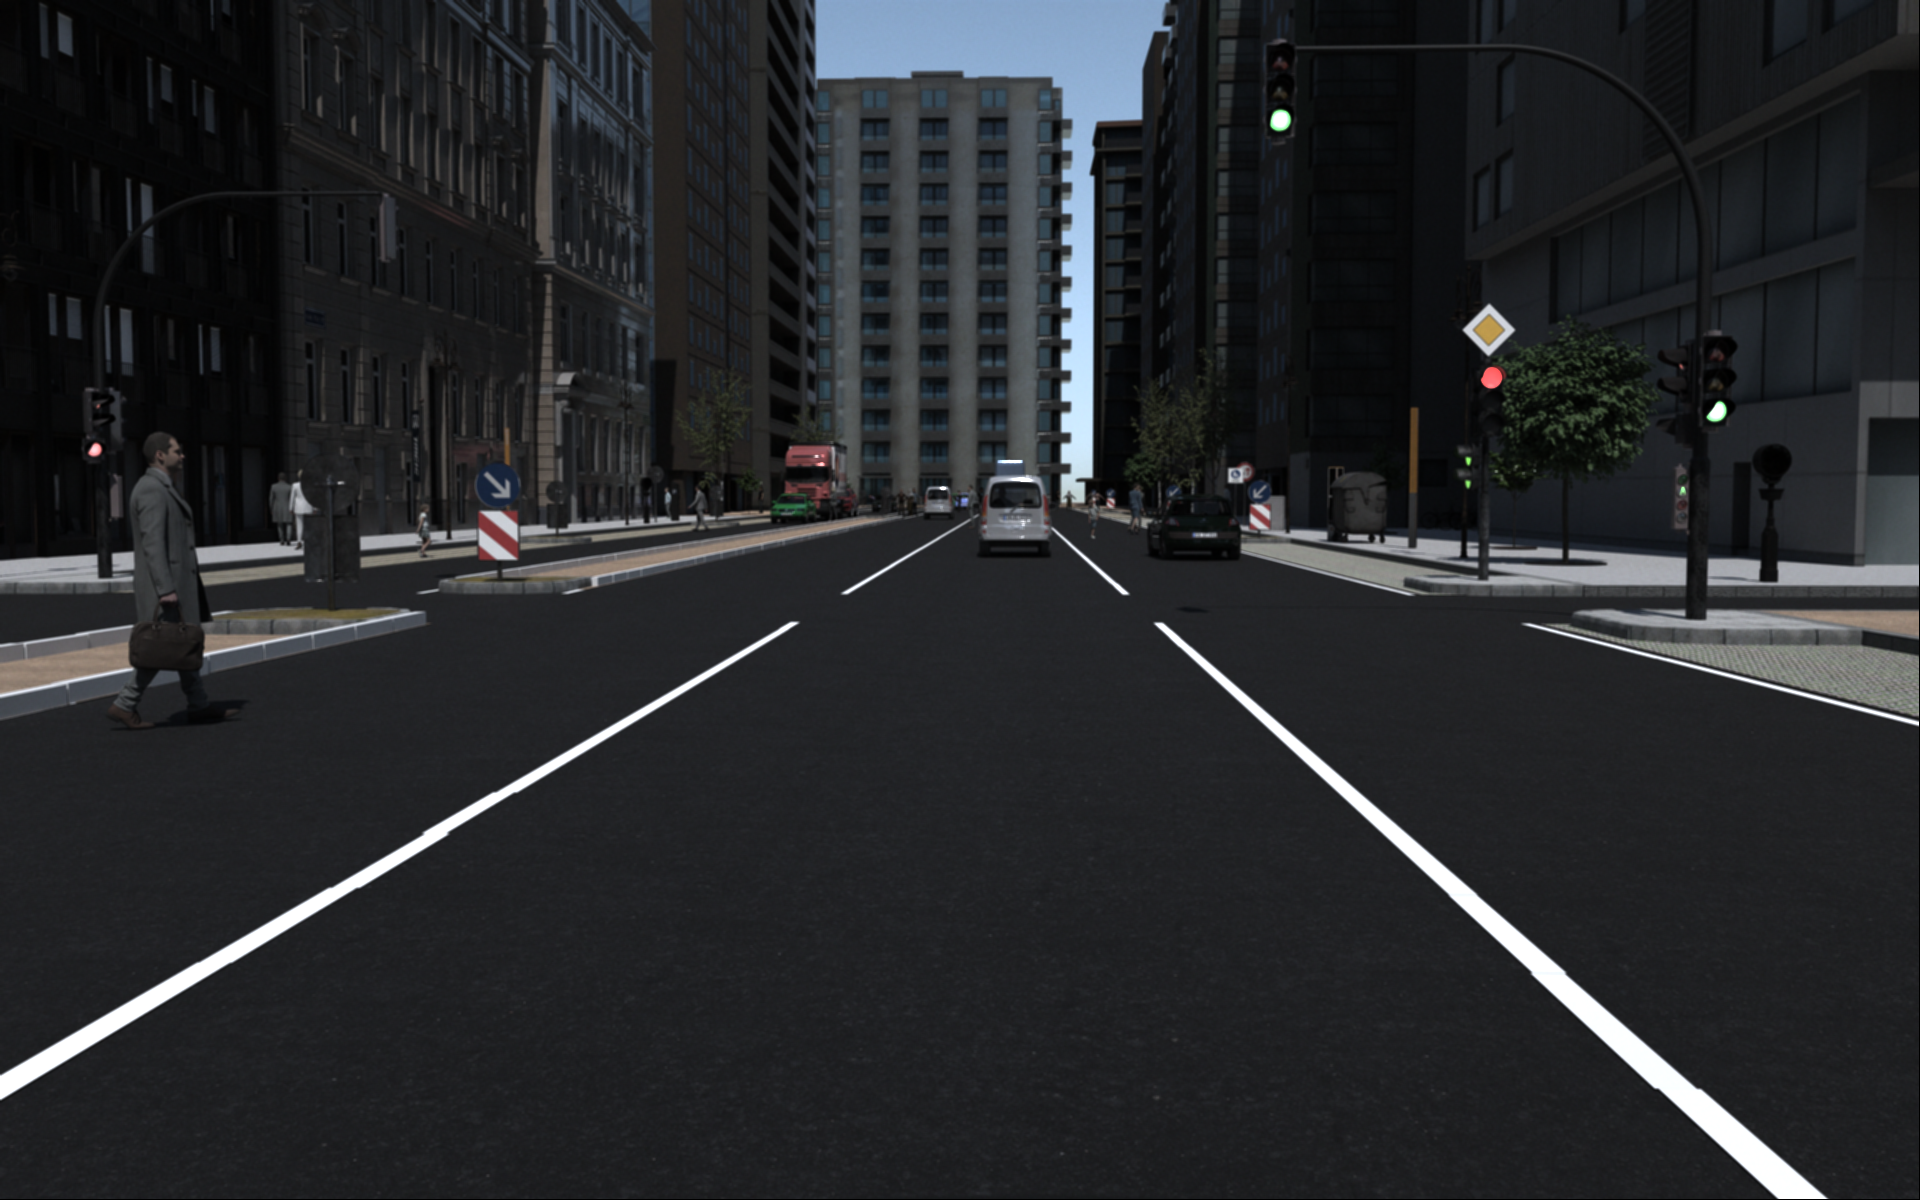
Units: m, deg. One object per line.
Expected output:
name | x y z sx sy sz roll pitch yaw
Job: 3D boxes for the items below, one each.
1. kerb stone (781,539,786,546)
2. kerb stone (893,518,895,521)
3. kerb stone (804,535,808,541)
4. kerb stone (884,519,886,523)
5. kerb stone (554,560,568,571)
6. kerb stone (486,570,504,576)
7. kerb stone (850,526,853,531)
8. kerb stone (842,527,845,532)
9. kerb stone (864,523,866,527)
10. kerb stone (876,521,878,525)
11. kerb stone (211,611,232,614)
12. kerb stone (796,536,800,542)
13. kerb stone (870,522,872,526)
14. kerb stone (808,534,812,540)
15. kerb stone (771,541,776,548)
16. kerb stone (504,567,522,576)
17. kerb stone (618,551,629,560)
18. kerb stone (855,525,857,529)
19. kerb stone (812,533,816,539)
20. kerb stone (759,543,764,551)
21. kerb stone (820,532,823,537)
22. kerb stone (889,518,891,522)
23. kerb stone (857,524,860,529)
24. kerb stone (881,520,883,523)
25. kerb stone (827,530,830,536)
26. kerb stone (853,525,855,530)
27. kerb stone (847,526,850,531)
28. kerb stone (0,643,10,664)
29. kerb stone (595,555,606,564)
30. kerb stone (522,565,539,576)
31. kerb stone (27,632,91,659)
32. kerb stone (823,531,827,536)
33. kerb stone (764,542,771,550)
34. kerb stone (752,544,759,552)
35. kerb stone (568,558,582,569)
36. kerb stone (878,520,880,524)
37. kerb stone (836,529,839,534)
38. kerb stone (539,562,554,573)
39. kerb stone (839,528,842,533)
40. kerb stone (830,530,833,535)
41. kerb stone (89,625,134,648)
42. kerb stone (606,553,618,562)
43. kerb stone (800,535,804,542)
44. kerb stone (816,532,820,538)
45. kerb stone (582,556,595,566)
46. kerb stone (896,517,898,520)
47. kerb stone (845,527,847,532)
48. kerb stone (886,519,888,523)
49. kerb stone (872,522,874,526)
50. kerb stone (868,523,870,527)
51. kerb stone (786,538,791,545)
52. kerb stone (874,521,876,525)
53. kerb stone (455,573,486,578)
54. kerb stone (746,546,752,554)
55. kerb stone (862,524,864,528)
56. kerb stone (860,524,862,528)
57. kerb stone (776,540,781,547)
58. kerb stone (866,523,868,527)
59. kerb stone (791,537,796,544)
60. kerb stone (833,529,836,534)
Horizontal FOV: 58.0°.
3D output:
kerb stone | -4.987 -1.556 47.697 0.120 0.150 1.000 0 4 2
kerb stone | -3.644 -4.194 90.764 0.120 0.150 1.000 0 4 2
kerb stone | -4.824 -1.870 52.827 0.120 0.150 1.000 0 4 2
kerb stone | -3.837 -3.817 84.626 0.120 0.150 1.000 0 4 2
kerb stone | -7.563 -0.623 32.378 0.120 0.150 1.000 0 4 2
kerb stone | -7.692 -0.372 28.280 0.120 0.150 1.000 0 4 2
kerb stone | -4.372 -2.753 67.201 0.120 0.150 1.000 0 4 2
kerb stone | -4.475 -2.560 64.113 0.120 0.150 1.000 0 4 2
kerb stone | -4.181 -3.129 73.357 0.120 0.150 1.000 0 4 2
kerb stone | -3.994 -3.503 79.505 0.120 0.150 1.000 0 4 2
kerb stone | -7.991 0.227 18.481 0.120 0.150 1.000 0 4 2
kerb stone | -4.892 -1.748 50.782 0.120 0.150 1.000 0 4 2
kerb stone | -4.086 -3.317 76.435 0.120 0.150 1.000 0 4 2
kerb stone | -4.798 -1.935 53.854 0.120 0.150 1.000 0 4 2
kerb stone | -5.045 -1.434 45.647 0.120 0.150 1.000 0 4 2
kerb stone | -7.655 -0.433 29.301 0.120 0.150 1.000 0 4 2
kerb stone | -7.395 -0.936 37.508 0.120 0.150 1.000 0 4 2
kerb stone | -4.310 -2.878 69.252 0.120 0.150 1.000 0 4 2
kerb stone | -4.759 -1.998 54.883 0.120 0.150 1.000 0 4 2
kerb stone | -5.117 -1.303 43.594 0.120 0.150 1.000 0 4 2
kerb stone | -4.691 -2.118 56.944 0.120 0.150 1.000 0 4 2
kerb stone | -3.737 -4.006 87.698 0.120 0.150 1.000 0 4 2
kerb stone | -4.284 -2.941 70.279 0.120 0.150 1.000 0 4 2
kerb stone | -3.903 -3.692 82.577 0.120 0.150 1.000 0 4 2
kerb stone | -4.633 -2.247 58.992 0.120 0.150 1.000 0 4 2
kerb stone | -4.345 -2.815 68.223 0.120 0.150 1.000 0 4 2
kerb stone | -4.413 -2.690 66.171 0.120 0.150 1.000 0 4 2
kerb stone | -8.121 0.477 14.390 0.120 0.150 1.000 0 4 2
kerb stone | -7.472 -0.811 35.452 0.120 0.150 1.000 0 4 2
kerb stone | -7.620 -0.495 30.326 0.120 0.150 1.000 0 4 2
kerb stone | -8.083 0.423 15.412 0.120 0.150 1.000 0 4 2
kerb stone | -4.664 -2.187 57.970 0.120 0.150 1.000 0 4 2
kerb stone | -5.074 -1.372 44.625 0.120 0.150 1.000 0 4 2
kerb stone | -5.145 -1.245 42.570 0.120 0.150 1.000 0 4 2
kerb stone | -7.531 -0.685 33.403 0.120 0.150 1.000 0 4 2
kerb stone | -3.957 -3.567 80.533 0.120 0.150 1.000 0 4 2
kerb stone | -4.539 -2.437 62.063 0.120 0.150 1.000 0 4 2
kerb stone | -7.594 -0.560 31.353 0.120 0.150 1.000 0 4 2
kerb stone | -4.502 -2.500 63.085 0.120 0.150 1.000 0 4 2
kerb stone | -4.594 -2.303 60.015 0.120 0.150 1.000 0 4 2
kerb stone | -8.061 0.353 16.434 0.120 0.150 1.000 0 4 2
kerb stone | -7.436 -0.870 36.482 0.120 0.150 1.000 0 4 2
kerb stone | -4.861 -1.811 51.804 0.120 0.150 1.000 0 4 2
kerb stone | -4.724 -2.062 55.904 0.120 0.150 1.000 0 4 2
kerb stone | -7.497 -0.748 34.430 0.120 0.150 1.000 0 4 2
kerb stone | -3.573 -4.319 92.818 0.120 0.150 1.000 0 4 2
kerb stone | -4.446 -2.626 65.138 0.120 0.150 1.000 0 4 2
kerb stone | -3.803 -3.881 85.647 0.120 0.150 1.000 0 4 2
kerb stone | -4.054 -3.378 77.460 0.120 0.150 1.000 0 4 2
kerb stone | -4.122 -3.255 75.413 0.120 0.150 1.000 0 4 2
kerb stone | -4.945 -1.621 48.724 0.120 0.150 1.000 0 4 2
kerb stone | -4.020 -3.441 78.483 0.120 0.150 1.000 0 4 2
kerb stone | -7.719 -0.310 27.258 0.120 0.150 1.000 0 4 2
kerb stone | -5.174 -1.183 41.541 0.120 0.150 1.000 0 4 2
kerb stone | -4.218 -3.066 72.334 0.120 0.150 1.000 0 4 2
kerb stone | -4.251 -3.004 71.313 0.120 0.150 1.000 0 4 2
kerb stone | -5.022 -1.497 46.672 0.120 0.150 1.000 0 4 2
kerb stone | -4.151 -3.192 74.383 0.120 0.150 1.000 0 4 2
kerb stone | -4.917 -1.682 49.755 0.120 0.150 1.000 0 4 2
kerb stone | -4.572 -2.376 61.042 0.120 0.150 1.000 0 4 2
